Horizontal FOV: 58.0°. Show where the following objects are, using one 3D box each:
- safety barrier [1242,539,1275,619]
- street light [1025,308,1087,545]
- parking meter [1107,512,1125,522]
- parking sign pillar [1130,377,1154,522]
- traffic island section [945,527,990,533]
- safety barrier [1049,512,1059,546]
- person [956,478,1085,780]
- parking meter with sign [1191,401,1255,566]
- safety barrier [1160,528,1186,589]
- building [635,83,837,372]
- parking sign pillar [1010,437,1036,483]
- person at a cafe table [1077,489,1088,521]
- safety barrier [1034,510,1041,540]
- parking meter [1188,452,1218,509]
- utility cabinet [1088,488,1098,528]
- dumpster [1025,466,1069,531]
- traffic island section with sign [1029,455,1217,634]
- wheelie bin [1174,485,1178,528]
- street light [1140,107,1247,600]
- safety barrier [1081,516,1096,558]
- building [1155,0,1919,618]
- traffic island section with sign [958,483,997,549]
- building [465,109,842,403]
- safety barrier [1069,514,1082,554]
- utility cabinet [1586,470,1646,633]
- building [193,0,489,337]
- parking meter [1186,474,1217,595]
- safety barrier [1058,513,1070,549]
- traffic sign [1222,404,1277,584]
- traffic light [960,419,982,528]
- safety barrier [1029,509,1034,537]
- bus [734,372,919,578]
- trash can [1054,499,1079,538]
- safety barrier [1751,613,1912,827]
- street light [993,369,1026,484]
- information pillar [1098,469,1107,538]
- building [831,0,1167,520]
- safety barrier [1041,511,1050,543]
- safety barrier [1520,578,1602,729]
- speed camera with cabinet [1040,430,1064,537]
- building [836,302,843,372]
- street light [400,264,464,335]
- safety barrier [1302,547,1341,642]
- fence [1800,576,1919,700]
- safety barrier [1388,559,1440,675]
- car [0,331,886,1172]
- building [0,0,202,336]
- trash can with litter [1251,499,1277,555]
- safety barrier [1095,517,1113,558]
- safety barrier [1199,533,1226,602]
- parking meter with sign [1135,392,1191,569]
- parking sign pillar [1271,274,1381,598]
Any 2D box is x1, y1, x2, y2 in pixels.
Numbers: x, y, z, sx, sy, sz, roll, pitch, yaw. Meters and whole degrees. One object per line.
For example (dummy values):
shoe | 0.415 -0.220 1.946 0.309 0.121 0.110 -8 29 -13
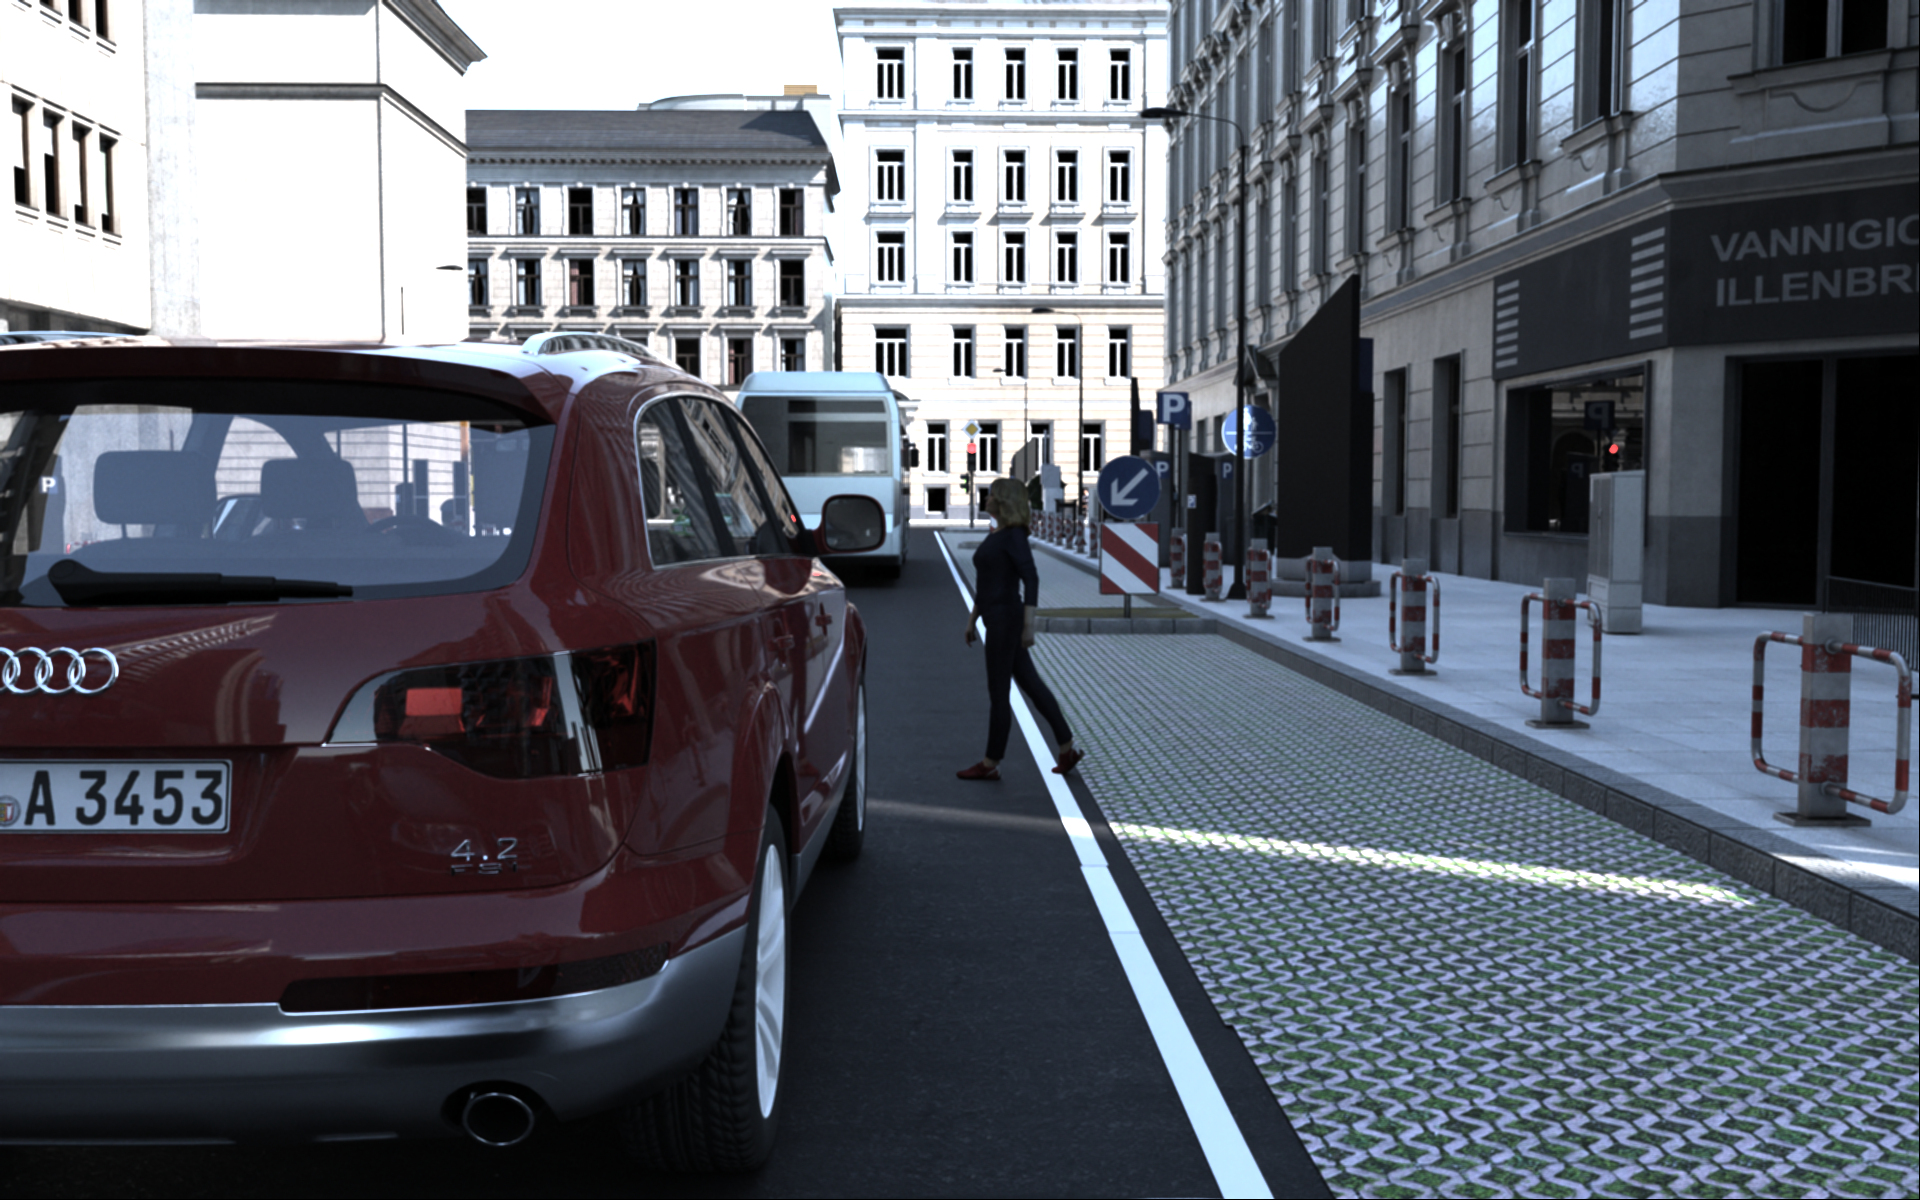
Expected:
safety barrier | 3.086 -0.221 17.884 0.300 0.817 1.120 0 4 -1
street light | 2.483 -4.330 43.330 1.470 5.913 1.316 0 4 -1
parking meter | 3.240 -1.828 35.603 0.399 1.863 0.255 0 4 -7
parking sign pillar | 4.251 -3.187 40.576 1.447 3.967 1.447 1 4 10
traffic island section | 0.463 -2.597 64.734 2.009 0.180 2.903 0 4 -1
safety barrier | 2.466 -1.756 42.987 0.300 0.817 1.120 0 4 -1
person | 0.303 0.141 8.736 0.613 1.512 0.480 -2 4 -27
parking meter with sign | 4.613 -2.161 31.600 0.543 3.016 1.738 -3 5 -40
safety barrier | 2.947 -0.562 23.460 0.300 0.817 1.120 0 4 -1
building | -31.982 -43.402 251.619 28.212 58.520 21.231 0 4 -1
parking sign pillar | 2.942 -5.674 81.239 1.447 3.967 1.447 -3 5 -39
person at a cafe table | 5.772 -4.545 82.821 1.622 1.524 1.698 -3 5 -40
safety barrier | 2.332 -2.098 48.570 0.300 0.817 1.120 0 4 -1
parking meter | 3.352 -1.114 23.931 0.399 1.863 0.255 1 4 9
utility cabinet | 5.235 -3.410 64.430 0.318 1.500 1.173 3 5 42
dumpster | 2.977 -3.550 60.535 1.502 2.255 1.985 0 4 -2
traffic island section with sign | 1.606 -0.606 18.529 1.989 1.847 2.006 0 4 -1
wheelie bin | 5.984 -2.614 50.639 0.980 1.594 0.693 2 4 29
street light | 2.863 -2.962 20.973 1.470 5.913 1.316 0 4 -1
safety barrier | 2.676 -1.244 34.622 0.300 0.817 1.120 0 4 -1
building | 15.436 -16.010 38.172 17.030 29.872 44.131 0 4 -1
traffic island section with sign | 0.945 -2.254 45.476 1.989 1.847 2.006 0 4 -1
building | -26.489 -14.519 88.291 40.483 20.767 10.553 0 4 -1
safety barrier | 2.607 -1.415 37.410 0.300 0.817 1.120 0 4 -1
utility cabinet | 6.146 -0.465 16.287 0.318 1.500 1.173 1 4 11
building | -25.667 -11.603 54.332 19.286 19.102 10.561 0 4 -1
parking meter | 3.086 -0.840 22.138 0.372 1.533 0.369 0 3 0
safety barrier | 2.538 -1.586 40.199 0.300 0.817 1.120 0 4 -1
traffic sign | 4.122 -1.508 24.754 0.768 2.556 0.104 0 4 5
traffic light | 0.423 -4.630 64.619 0.839 4.253 0.868 0 4 -1
safety barrier | 2.266 -2.268 51.357 0.300 0.817 1.120 0 4 -1
bus | -2.281 -2.311 32.641 2.948 3.499 13.247 0 4 -1
trash can | 3.130 -2.406 50.996 0.748 1.137 0.748 0 3 0
safety barrier | 3.361 0.461 6.732 0.300 0.817 1.120 0 4 -1
street light | 1.907 -5.617 64.379 1.470 5.913 1.316 0 4 -1
information pillar | 4.174 -2.778 49.910 0.304 2.012 0.304 -1 4 -14
building | 3.773 -18.597 89.964 20.117 28.700 13.634 0 4 -1
safety barrier | 2.401 -1.927 45.782 0.300 0.817 1.120 0 4 -1
safety barrier | 3.290 0.291 9.520 0.300 0.817 1.120 0 4 -1
speed camera with cabinet | 2.817 -3.563 52.595 0.660 3.252 2.038 0 4 0
building | -10.755 -29.255 250.020 14.107 30.474 14.160 0 4 -1
street light | -10.738 -3.830 35.166 1.470 5.913 1.316 0 4 -1
safety barrier | 3.157 -0.050 15.096 0.300 0.817 1.120 0 4 -1
fence | 6.196 0.219 11.795 0.278 0.683 2.069 1 4 10
safety barrier | 3.223 0.120 12.308 0.300 0.817 1.120 0 4 -1
car | -1.393 0.212 5.210 2.281 1.827 5.304 0 4 0
building | -21.461 -12.680 25.335 12.078 24.808 19.932 0 4 -1
trash can with litter | 6.129 -1.521 36.248 1.055 1.170 0.624 0 4 6
safety barrier | 2.739 -1.074 31.834 0.300 0.817 1.120 0 4 -1
safety barrier | 3.016 -0.391 20.672 0.300 0.817 1.120 0 4 -1
parking meter with sign | 3.475 -2.092 30.459 0.543 3.016 1.738 -1 4 -11
parking sign pillar | 4.621 -2.047 21.933 1.447 3.967 1.447 -2 4 -32
